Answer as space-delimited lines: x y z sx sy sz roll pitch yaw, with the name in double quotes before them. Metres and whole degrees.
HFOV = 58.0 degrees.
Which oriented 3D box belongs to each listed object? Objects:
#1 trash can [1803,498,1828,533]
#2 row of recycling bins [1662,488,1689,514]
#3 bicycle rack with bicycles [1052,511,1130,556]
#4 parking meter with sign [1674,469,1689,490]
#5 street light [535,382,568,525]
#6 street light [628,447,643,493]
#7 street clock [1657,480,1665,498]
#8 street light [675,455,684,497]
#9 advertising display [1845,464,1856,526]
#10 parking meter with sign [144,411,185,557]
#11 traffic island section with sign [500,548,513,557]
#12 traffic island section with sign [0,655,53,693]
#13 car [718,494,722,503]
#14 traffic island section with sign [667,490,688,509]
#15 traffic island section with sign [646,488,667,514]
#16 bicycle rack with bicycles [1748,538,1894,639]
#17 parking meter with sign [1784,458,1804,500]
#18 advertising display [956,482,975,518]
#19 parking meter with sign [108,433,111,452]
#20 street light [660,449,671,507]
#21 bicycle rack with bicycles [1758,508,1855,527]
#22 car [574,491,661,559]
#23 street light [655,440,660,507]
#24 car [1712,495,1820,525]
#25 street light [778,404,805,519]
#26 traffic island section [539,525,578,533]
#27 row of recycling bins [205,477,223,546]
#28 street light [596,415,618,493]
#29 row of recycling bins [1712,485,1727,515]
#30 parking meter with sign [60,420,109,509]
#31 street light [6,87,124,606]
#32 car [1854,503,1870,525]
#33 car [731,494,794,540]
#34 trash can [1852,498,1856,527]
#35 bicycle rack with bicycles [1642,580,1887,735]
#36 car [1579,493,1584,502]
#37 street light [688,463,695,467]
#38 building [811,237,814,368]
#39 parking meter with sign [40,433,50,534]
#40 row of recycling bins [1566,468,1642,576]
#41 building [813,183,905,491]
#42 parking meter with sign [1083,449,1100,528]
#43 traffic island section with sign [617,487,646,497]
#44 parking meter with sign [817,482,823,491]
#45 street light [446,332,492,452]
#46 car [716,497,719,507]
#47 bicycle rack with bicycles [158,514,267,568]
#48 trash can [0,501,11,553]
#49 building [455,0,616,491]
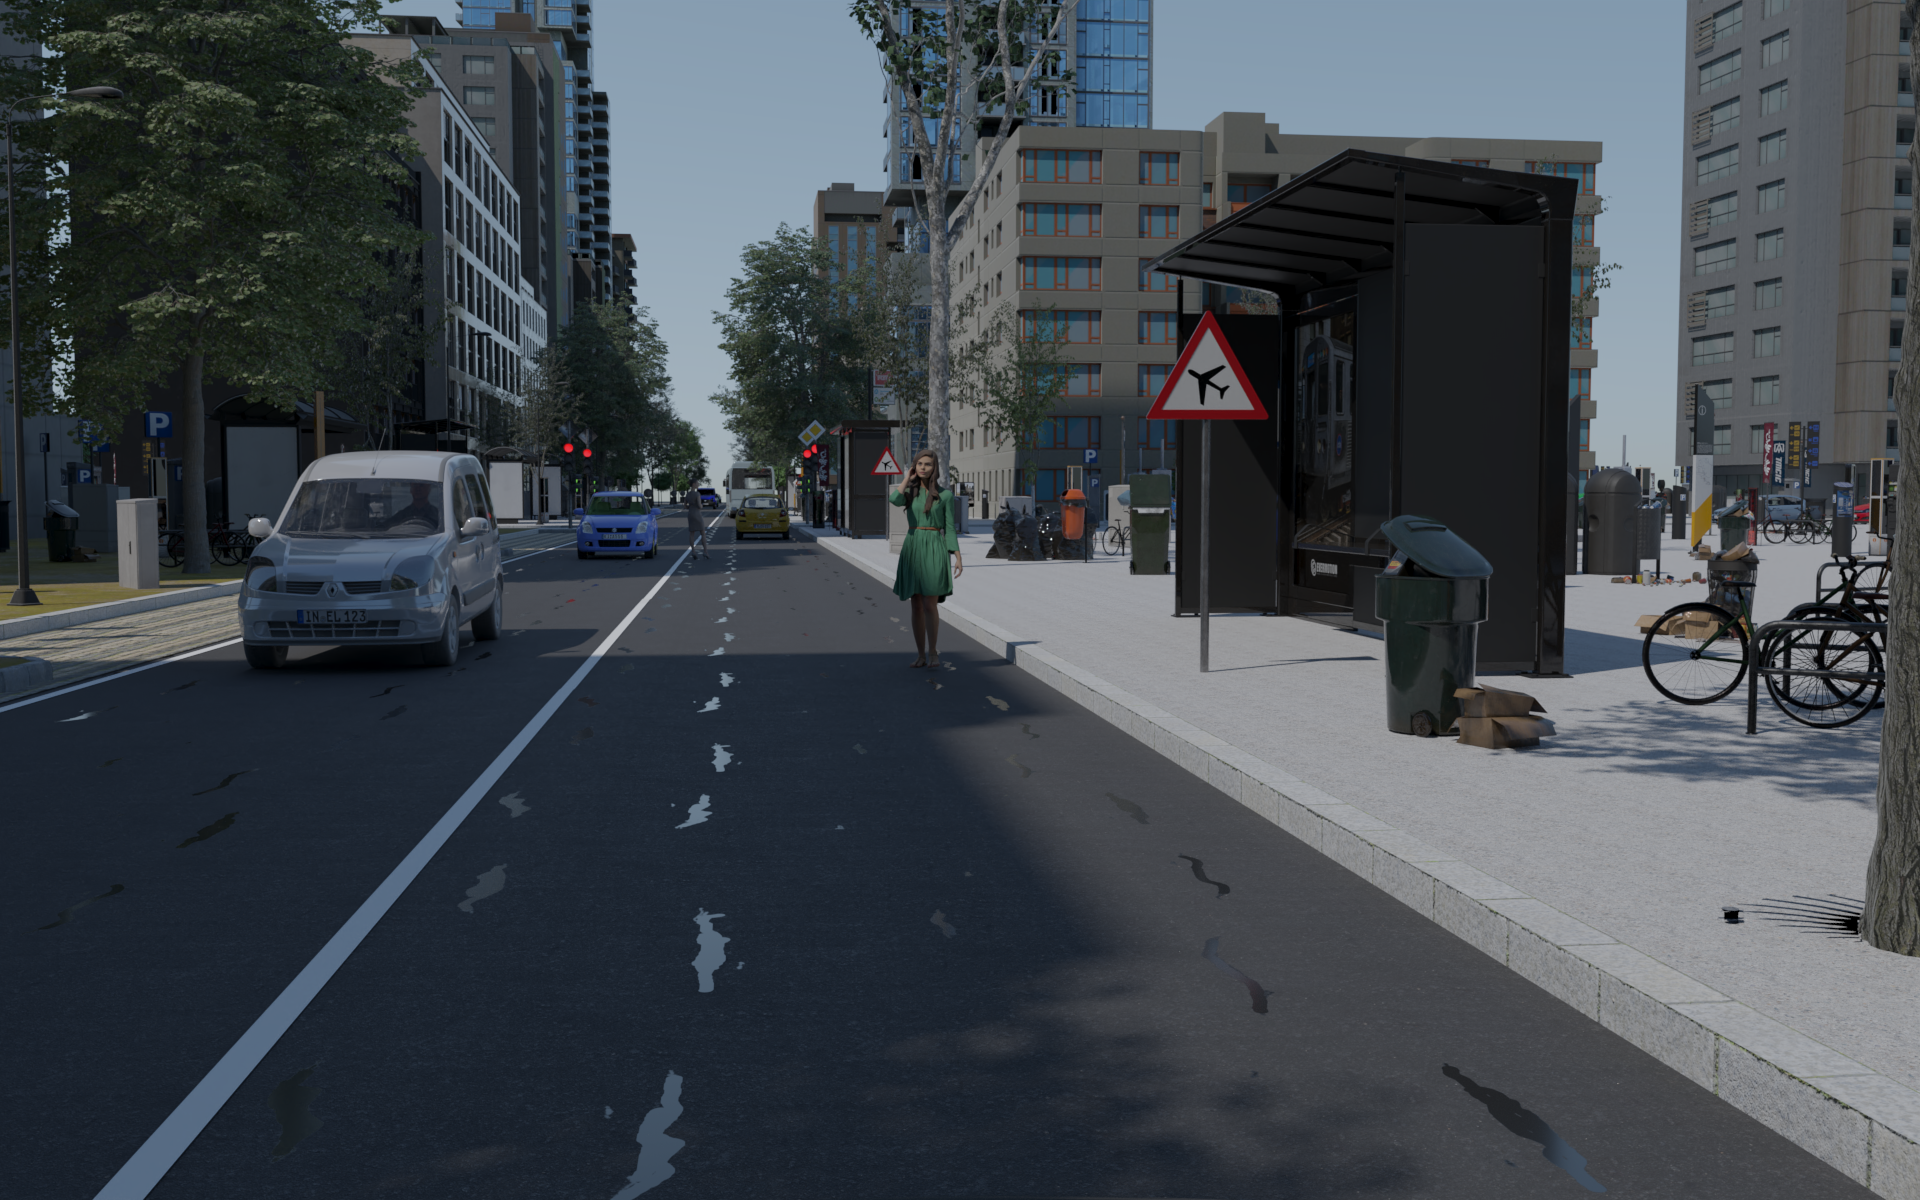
"trash can" 28.532 -2.821 57.781 0.748 1.137 0.748 0 3 0
"row of recycling bins" 46.579 -6.352 110.970 1.069 1.692 3.534 -3 5 -40
"bicycle rack with bicycles" 2.887 -1.431 36.775 2.852 0.926 2.925 2 4 33
"parking meter with sign" 50.169 -7.534 119.436 0.543 3.016 1.738 -3 5 -41
"street light" -16.924 -6.075 71.873 1.470 5.913 1.316 0 4 -7
"street light" -24.604 -9.720 131.458 1.470 5.913 1.316 0 4 -7
"street clock" 34.962 -5.004 86.390 0.358 2.002 0.471 0 4 1
"street light" -34.288 -14.408 208.109 1.470 5.913 1.316 0 4 -7
"advertising display" 19.129 -1.960 37.258 0.123 1.923 0.974 2 4 32
"parking meter with sign" -16.337 -2.434 36.060 1.738 3.016 0.543 3 5 44
"traffic island section with sign" -11.373 -1.911 39.874 1.989 1.847 2.006 0 4 -7
"traffic island section with sign" -7.888 -0.247 12.661 1.989 1.847 2.006 0 4 -7
"car" -38.819 -16.248 275.436 2.009 1.686 4.222 -1 4 -9
"traffic island section with sign" -28.093 -9.898 170.463 1.989 1.847 2.006 0 4 -7
"traffic island section with sign" -21.853 -6.919 121.754 1.989 1.847 2.006 0 4 -7
"bicycle rack with bicycles" 9.724 -0.182 16.364 2.925 0.926 2.852 -1 4 -23
"parking meter with sign" 40.214 -5.345 83.654 0.543 3.016 1.738 -1 4 -9
"advertising display" 0.279 -5.278 91.514 0.974 1.923 0.123 0 4 7
"parking meter with sign" -24.405 -3.194 48.476 0.543 3.016 1.738 0 4 -3
"street light" -30.487 -12.585 178.311 1.470 5.913 1.316 0 4 -7
"bicycle rack with bicycles" 21.836 -1.927 44.882 2.852 0.926 2.925 -2 4 -34
"car" -7.790 -1.830 39.506 1.945 1.707 3.694 -1 4 -8
"street light" -26.608 -10.720 147.817 1.470 5.913 1.316 0 4 -7
"car" 34.580 -3.812 74.322 4.499 1.417 2.014 0 4 -8
"street light" -8.433 -7.064 88.037 1.470 5.913 1.316 0 4 -7
"traffic island section" -14.499 -2.575 64.376 2.009 0.180 2.903 0 4 -7
"row of recycling bins" -17.926 -2.219 43.394 1.069 1.692 3.534 0 4 -4
"street light" -20.766 -7.898 101.665 1.470 5.913 1.316 0 4 -7
"row of recycling bins" 34.900 -4.466 80.134 1.069 1.692 3.534 2 4 29
"parking meter with sign" -20.992 -2.760 41.394 0.543 3.016 1.738 -3 5 -43
"street light" -10.248 -2.894 19.858 1.470 5.913 1.316 0 4 -7
"car" 40.803 -4.048 75.227 4.494 1.783 2.155 0 4 -7
"car" -6.348 -2.782 55.705 2.015 1.641 3.980 0 4 -6
"trash can" 32.949 -3.232 64.504 0.748 1.137 0.748 0 3 0
"bicycle rack with bicycles" 5.368 0.223 9.729 2.925 0.926 2.852 2 4 32
"car" 27.059 -3.953 73.424 4.718 1.807 1.959 -1 4 -9
"street light" -40.982 -17.587 260.087 1.470 5.913 1.316 0 4 -7
"building" -16.811 -36.301 277.111 14.154 41.232 14.086 0 4 -7
"parking meter with sign" -25.509 -3.288 50.021 0.543 3.016 1.738 3 5 44
"row of recycling bins" 9.068 -1.266 27.806 3.534 1.692 1.069 1 4 10
"building" -13.744 -36.626 248.951 14.600 45.320 14.200 0 4 -7
"parking meter with sign" 5.083 -4.278 66.213 0.543 3.016 1.738 0 4 -3
"traffic island section with sign" -18.404 -5.269 94.778 1.989 1.847 2.006 0 4 -7
"parking meter with sign" -8.707 -6.755 106.699 1.738 3.016 0.543 3 5 41
"street light" -14.095 -4.716 49.650 1.470 5.913 1.316 0 4 -7
"car" -27.576 -11.165 191.338 1.959 1.807 4.718 -1 4 -8
"bicycle rack with bicycles" -13.381 -1.115 31.619 2.925 0.926 2.852 -2 4 -35
"trash can" -21.234 -1.615 38.054 0.748 1.137 0.748 0 3 0
"building" -60.423 -57.296 249.455 22.319 86.520 31.000 0 4 -7
